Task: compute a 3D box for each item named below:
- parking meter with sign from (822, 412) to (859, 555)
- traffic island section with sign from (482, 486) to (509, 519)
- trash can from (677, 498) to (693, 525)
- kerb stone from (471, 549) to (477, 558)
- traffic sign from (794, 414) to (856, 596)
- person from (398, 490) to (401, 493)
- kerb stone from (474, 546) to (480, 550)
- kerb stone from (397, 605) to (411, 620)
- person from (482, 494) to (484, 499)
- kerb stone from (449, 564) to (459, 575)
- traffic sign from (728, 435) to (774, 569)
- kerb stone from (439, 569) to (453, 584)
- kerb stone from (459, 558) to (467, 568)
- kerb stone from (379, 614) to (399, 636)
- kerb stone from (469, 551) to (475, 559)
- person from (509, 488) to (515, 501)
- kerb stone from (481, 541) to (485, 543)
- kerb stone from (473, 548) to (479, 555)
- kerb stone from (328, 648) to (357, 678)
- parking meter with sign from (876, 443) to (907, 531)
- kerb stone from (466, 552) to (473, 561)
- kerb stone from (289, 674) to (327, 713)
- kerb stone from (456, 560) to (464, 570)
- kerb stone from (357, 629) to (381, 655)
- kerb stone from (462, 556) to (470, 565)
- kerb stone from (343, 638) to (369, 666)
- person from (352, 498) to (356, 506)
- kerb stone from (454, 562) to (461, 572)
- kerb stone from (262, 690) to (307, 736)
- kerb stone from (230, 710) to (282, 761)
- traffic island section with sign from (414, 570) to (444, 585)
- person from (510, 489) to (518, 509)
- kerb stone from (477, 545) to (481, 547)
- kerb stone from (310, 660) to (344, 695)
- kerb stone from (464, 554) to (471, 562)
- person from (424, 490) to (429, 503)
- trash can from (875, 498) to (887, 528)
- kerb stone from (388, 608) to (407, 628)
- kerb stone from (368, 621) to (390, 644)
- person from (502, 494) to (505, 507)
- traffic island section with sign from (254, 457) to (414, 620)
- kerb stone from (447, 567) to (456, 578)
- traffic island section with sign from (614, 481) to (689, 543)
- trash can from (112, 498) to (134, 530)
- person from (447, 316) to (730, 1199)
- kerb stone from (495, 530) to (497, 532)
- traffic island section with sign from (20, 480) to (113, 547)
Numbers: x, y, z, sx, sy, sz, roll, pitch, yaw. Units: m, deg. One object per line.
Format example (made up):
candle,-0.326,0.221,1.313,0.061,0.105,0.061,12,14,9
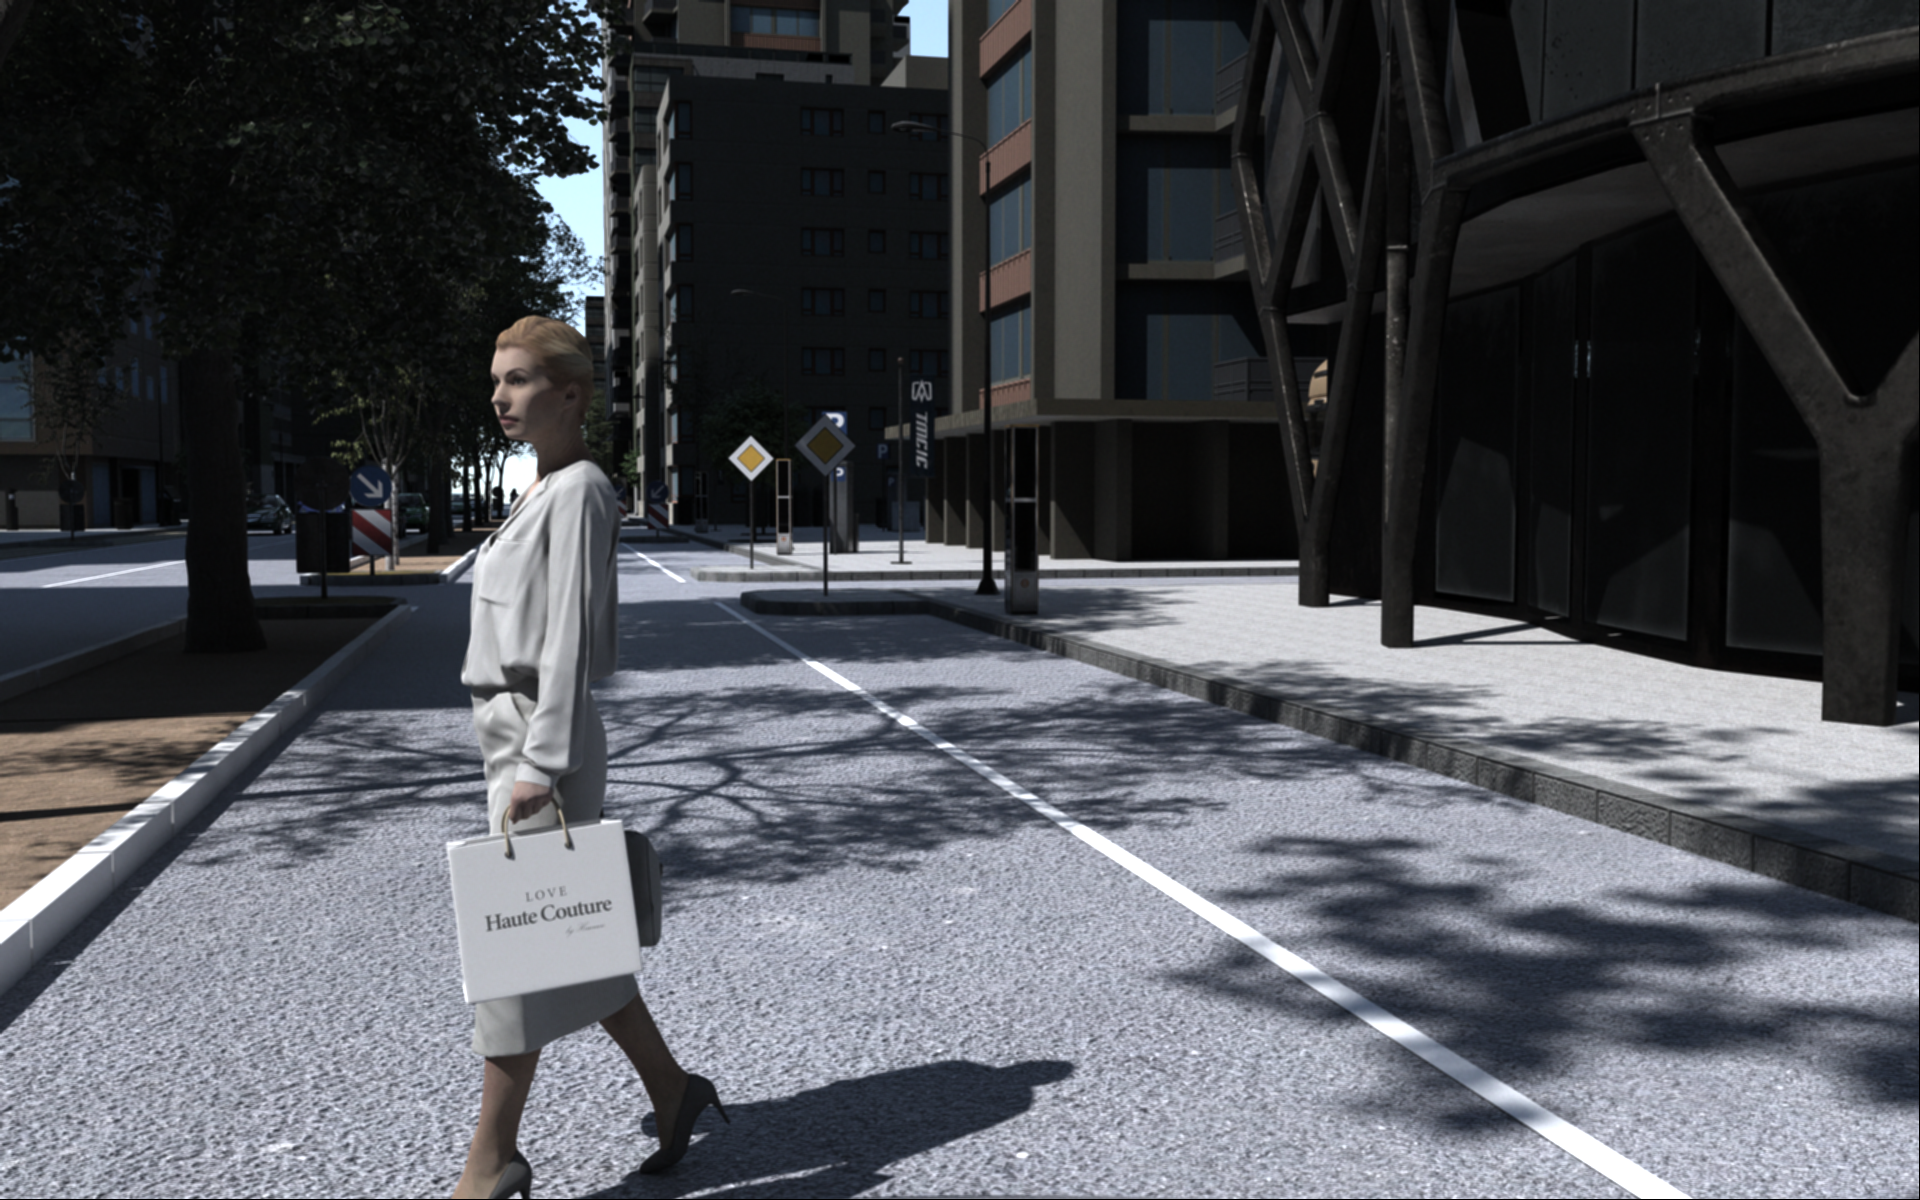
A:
parking meter with sign,-2.543,-2.521,37.475,0.543,3.016,1.738,0,4,7
traffic island section with sign,-26.959,-5.676,100.935,2.006,1.907,1.989,-1,4,-13
trash can,-11.364,-3.667,71.602,0.748,1.137,0.748,0,3,0
kerb stone,-10.765,-0.973,38.111,0.120,0.150,1.000,-1,4,-13
traffic sign,-1.695,-1.109,21.771,0.795,2.450,0.064,-1,4,-13
person,-41.877,-7.361,129.644,1.217,1.735,0.721,3,4,36
kerb stone,-11.244,-1.095,40.098,0.120,0.150,1.000,-1,4,-13
kerb stone,-6.336,0.160,19.669,0.120,0.150,1.000,-1,4,-13
person,-51.335,-10.678,186.352,0.557,1.426,1.065,0,4,-4
kerb stone,-8.852,-0.486,30.139,0.120,0.150,1.000,-1,4,-13
traffic sign,-3.560,-1.584,29.536,0.795,2.450,0.064,-1,4,-13
kerb stone,-8.372,-0.361,28.150,0.120,0.150,1.000,-1,4,-13
kerb stone,-9.564,-0.668,33.124,0.120,0.150,1.000,-1,4,-13
kerb stone,-5.857,0.276,17.676,0.120,0.150,1.000,-1,4,-13
kerb stone,-10.527,-0.912,37.114,0.120,0.150,1.000,-1,4,-13
person,-31.087,-6.870,120.765,0.705,1.831,1.348,-3,4,-37
kerb stone,-12.195,-1.339,44.092,0.120,0.150,1.000,-1,4,-13
kerb stone,-10.998,-1.034,39.106,0.120,0.150,1.000,-1,4,-13
kerb stone,-4.907,0.523,13.690,0.120,0.150,1.000,-1,4,-13
parking meter with sign,-2.162,-3.903,60.081,0.543,3.016,1.738,2,4,34
kerb stone,-10.289,-0.852,36.118,0.120,0.150,1.000,-1,4,-13
kerb stone,-4.418,0.642,11.699,0.120,0.150,1.000,-1,4,-13
kerb stone,-9.328,-0.605,32.130,0.120,0.150,1.000,-1,4,-13
kerb stone,-5.381,0.399,15.688,0.120,0.150,1.000,-1,4,-13
kerb stone,-9.796,-0.724,34.121,0.120,0.150,1.000,-1,4,-13
kerb stone,-5.143,0.459,14.684,0.120,0.150,1.000,-1,4,-13
person,-22.779,-3.490,65.426,0.748,1.841,0.638,-3,5,-44
kerb stone,-9.096,-0.547,31.132,0.120,0.150,1.000,-1,4,-13
kerb stone,-4.185,0.704,10.701,0.120,0.150,1.000,-1,4,-13
kerb stone,-3.950,0.765,9.703,0.120,0.150,1.000,-1,4,-13
traffic island section with sign,-9.403,-1.207,27.868,2.006,1.907,1.989,-1,4,-13
person,-26.701,-5.787,103.779,0.621,1.740,0.551,1,4,20
kerb stone,-11.485,-1.156,41.092,0.120,0.150,1.000,-1,4,-13
kerb stone,-4.657,0.581,12.693,0.120,0.150,1.000,-1,4,-13
kerb stone,-10.047,-0.787,35.125,0.120,0.150,1.000,-1,4,-13
person,-39.105,-7.181,126.699,0.721,1.735,1.217,-2,4,-26
trash can,-2.895,-3.313,65.824,0.748,1.137,0.748,0,3,0
kerb stone,-6.097,0.217,18.674,0.120,0.150,1.000,-1,4,-13
kerb stone,-5.622,0.337,16.681,0.120,0.150,1.000,-1,4,-13
person,-52.529,-11.573,198.534,0.721,1.723,1.217,2,4,26
traffic island section with sign,-7.683,-0.766,20.663,2.006,1.907,1.989,-1,4,-13
kerb stone,-8.614,-0.425,29.143,0.120,0.150,1.000,-1,4,-13
traffic island section with sign,-9.136,-2.620,51.458,1.989,1.847,2.006,-1,4,-13
trash can,-30.114,-3.102,62.368,0.748,1.137,0.748,0,3,0
person,-0.772,0.331,3.443,0.624,1.780,0.694,-1,4,-10
kerb stone,-16.757,-2.498,63.039,0.120,0.150,1.000,-1,4,-13
traffic island section with sign,-24.360,-2.369,47.353,1.989,1.847,2.006,-1,4,-13
